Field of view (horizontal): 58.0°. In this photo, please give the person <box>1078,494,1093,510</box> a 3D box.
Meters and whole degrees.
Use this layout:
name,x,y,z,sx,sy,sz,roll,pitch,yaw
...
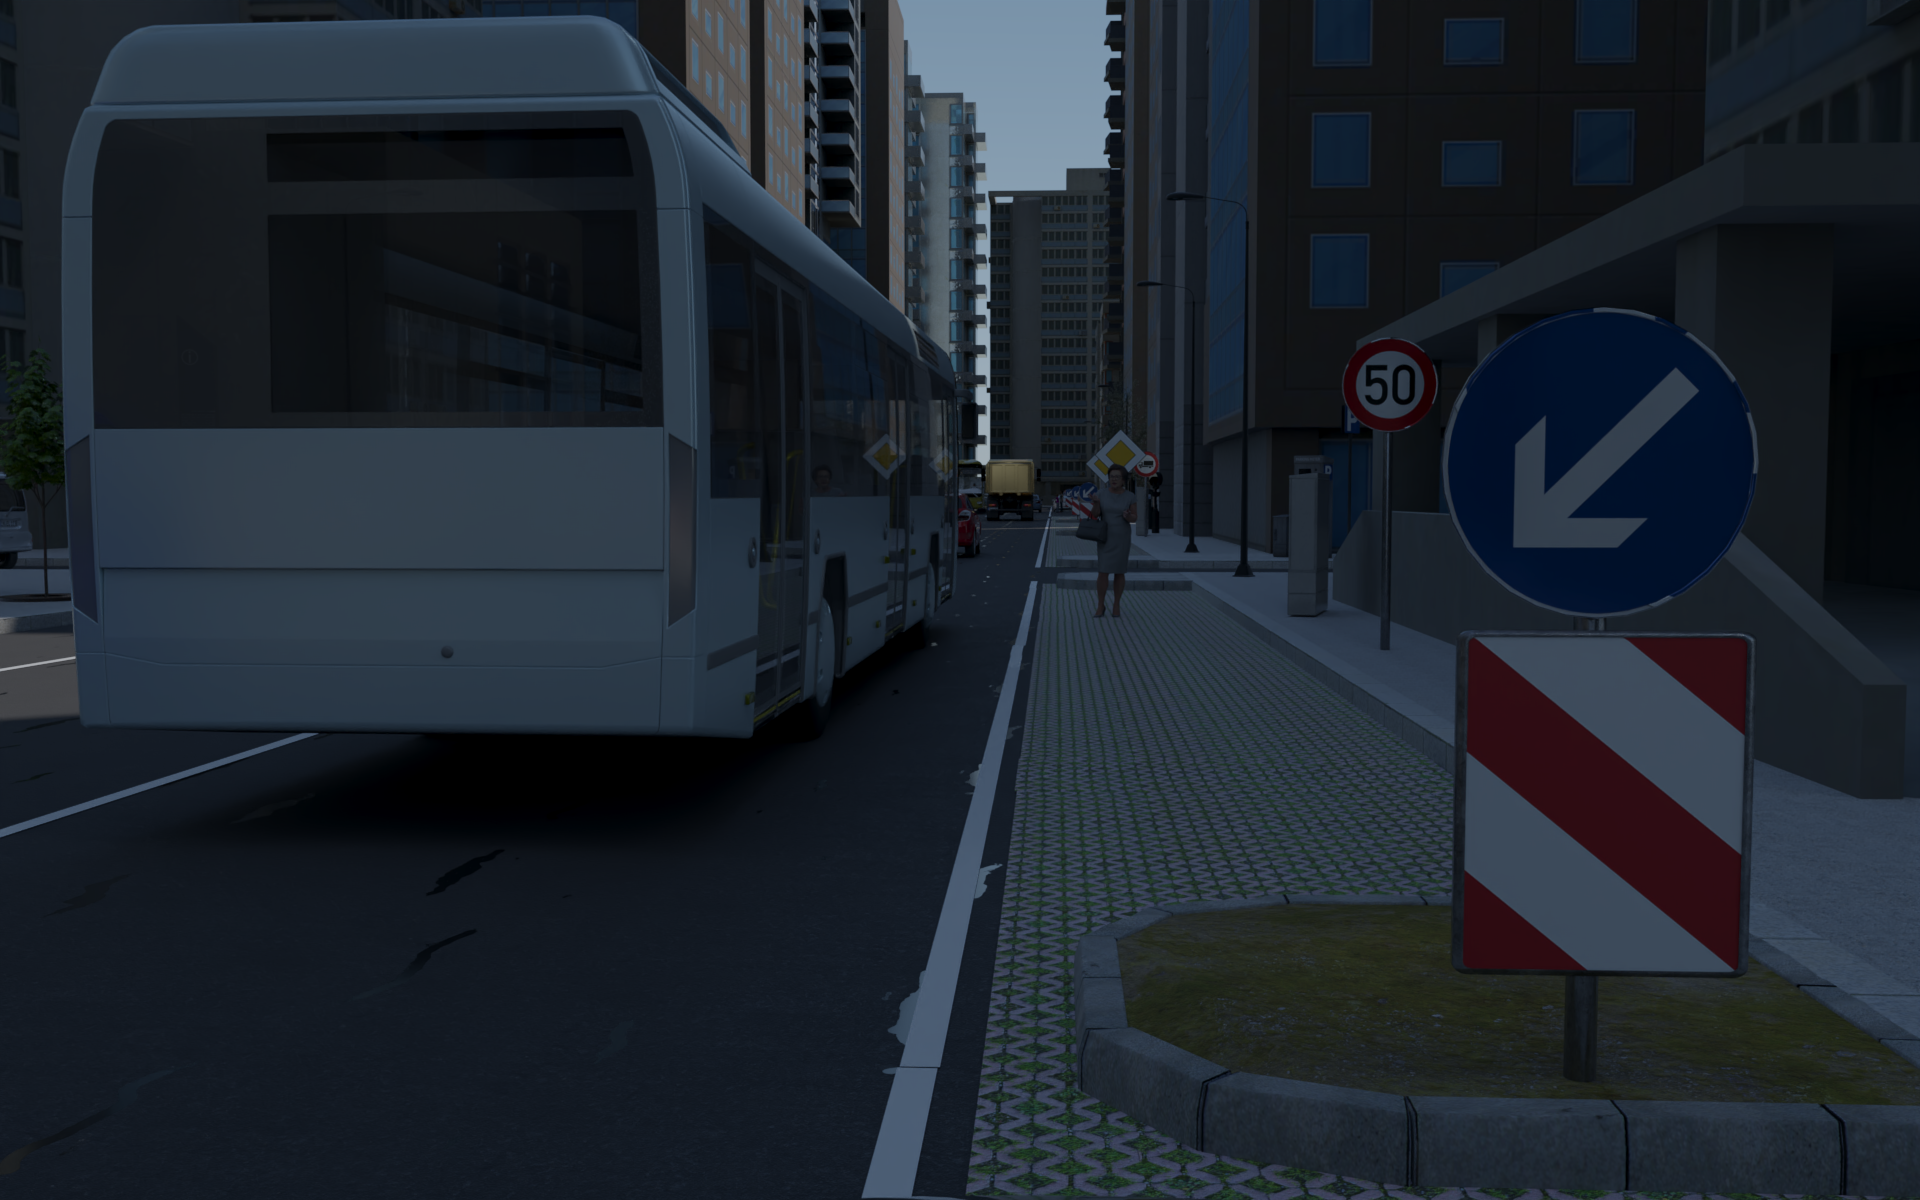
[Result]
name,x,y,z,sx,sy,sz,roll,pitch,yaw
person,5.518,-4.101,75.908,0.716,1.782,0.532,1,4,16

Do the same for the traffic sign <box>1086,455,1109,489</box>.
name,x,y,z,sx,sy,sz,roll,pitch,yaw
traffic sign,2.926,-1.910,34.877,0.795,2.450,0.064,0,4,3

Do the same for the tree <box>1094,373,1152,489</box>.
name,x,y,z,sx,sy,sz,roll,pitch,yaw
tree,9.982,-9.429,104.522,4.360,8.622,3.978,0,3,0

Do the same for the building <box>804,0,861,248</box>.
name,x,y,z,sx,sy,sz,roll,pitch,yaw
building,-17.731,-49.678,124.903,22.319,86.520,31.000,0,4,3

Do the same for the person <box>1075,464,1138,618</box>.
name,x,y,z,sx,sy,sz,roll,pitch,yaw
person,1.688,-0.679,19.964,0.716,1.782,0.532,0,4,7

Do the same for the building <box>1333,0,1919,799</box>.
name,x,y,z,sx,sy,sz,roll,pitch,yaw
building,20.247,-19.585,12.094,32.217,40.220,23.993,0,4,3

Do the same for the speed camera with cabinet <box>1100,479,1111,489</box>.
name,x,y,z,sx,sy,sz,roll,pitch,yaw
speed camera with cabinet,8.926,-6.471,100.140,0.660,3.252,2.038,3,5,40

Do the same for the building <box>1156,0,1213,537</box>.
name,x,y,z,sx,sy,sz,roll,pitch,yaw
building,17.929,-31.905,63.648,21.231,58.520,28.212,0,4,3

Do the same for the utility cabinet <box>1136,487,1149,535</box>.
name,x,y,z,sx,sy,sz,roll,pitch,yaw
utility cabinet,5.663,-2.755,53.724,0.318,1.500,1.173,1,4,11

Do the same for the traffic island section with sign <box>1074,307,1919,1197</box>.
name,x,y,z,sx,sy,sz,roll,pitch,yaw
traffic island section with sign,1.300,0.254,4.482,1.989,1.847,2.006,0,4,3

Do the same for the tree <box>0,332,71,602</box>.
name,x,y,z,sx,sy,sz,roll,pitch,yaw
tree,-11.110,-1.603,20.816,1.663,3.219,1.824,0,3,0

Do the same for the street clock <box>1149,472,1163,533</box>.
name,x,y,z,sx,sy,sz,roll,pitch,yaw
street clock,6.391,-3.179,56.542,0.358,2.002,0.471,-2,4,-32

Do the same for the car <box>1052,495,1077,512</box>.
name,x,y,z,sx,sy,sz,roll,pitch,yaw
car,8.523,-7.849,140.700,2.083,1.381,4.827,0,4,2

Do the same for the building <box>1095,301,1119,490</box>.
name,x,y,z,sx,sy,sz,roll,pitch,yaw
building,27.389,-19.835,169.338,27.650,21.520,28.899,0,4,3

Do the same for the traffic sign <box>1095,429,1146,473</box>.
name,x,y,z,sx,sy,sz,roll,pitch,yaw
traffic sign,2.490,-1.423,26.904,0.795,2.450,0.064,0,4,3

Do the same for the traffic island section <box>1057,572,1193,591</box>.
name,x,y,z,sx,sy,sz,roll,pitch,yaw
traffic island section,2.514,-0.287,26.980,2.009,0.180,2.903,0,4,3

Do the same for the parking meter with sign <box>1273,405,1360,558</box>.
name,x,y,z,sx,sy,sz,roll,pitch,yaw
parking meter with sign,7.082,-2.349,34.671,1.738,3.016,0.543,3,5,44

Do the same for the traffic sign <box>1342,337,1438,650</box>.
name,x,y,z,sx,sy,sz,roll,pitch,yaw
traffic sign,3.501,-0.861,14.189,0.768,2.556,0.104,0,4,5

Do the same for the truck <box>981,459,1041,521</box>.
name,x,y,z,sx,sy,sz,roll,pitch,yaw
truck,2.801,-6.113,95.879,3.469,3.379,9.791,0,4,2

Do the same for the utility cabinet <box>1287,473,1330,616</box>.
name,x,y,z,sx,sy,sz,roll,pitch,yaw
utility cabinet,3.728,-0.604,18.553,0.318,1.500,1.173,1,4,18

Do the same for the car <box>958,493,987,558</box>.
name,x,y,z,sx,sy,sz,roll,pitch,yaw
car,-0.458,-1.930,40.592,2.155,1.783,4.494,0,4,3

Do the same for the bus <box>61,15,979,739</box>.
name,x,y,z,sx,sy,sz,roll,pitch,yaw
bus,-1.747,-1.131,13.356,2.948,3.499,13.247,0,4,5

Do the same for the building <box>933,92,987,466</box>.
name,x,y,z,sx,sy,sz,roll,pitch,yaw
building,-11.998,-35.896,206.501,30.456,49.044,23.786,0,4,3

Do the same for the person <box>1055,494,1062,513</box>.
name,x,y,z,sx,sy,sz,roll,pitch,yaw
person,7.478,-7.337,131.678,0.599,1.433,0.991,-2,4,-31

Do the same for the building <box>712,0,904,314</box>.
name,x,y,z,sx,sy,sz,roll,pitch,yaw
building,-12.264,-30.480,148.454,14.600,45.320,14.200,0,4,3

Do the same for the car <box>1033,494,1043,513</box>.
name,x,y,z,sx,sy,sz,roll,pitch,yaw
car,5.477,-7.480,134.295,2.014,1.417,4.499,0,4,2

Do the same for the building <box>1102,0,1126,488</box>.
name,x,y,z,sx,sy,sz,roll,pitch,yaw
building,22.775,-29.662,139.602,22.147,44.769,28.867,0,4,3

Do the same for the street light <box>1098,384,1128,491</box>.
name,x,y,z,sx,sy,sz,roll,pitch,yaw
street light,6.529,-6.174,73.483,1.470,5.913,1.316,0,4,3

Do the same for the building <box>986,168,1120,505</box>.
name,x,y,z,sx,sy,sz,roll,pitch,yaw
building,15.390,-31.629,209.018,23.993,40.220,32.217,0,4,3

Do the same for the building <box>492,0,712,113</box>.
name,x,y,z,sx,sy,sz,roll,pitch,yaw
building,-16.618,-27.348,97.254,14.600,45.320,14.200,0,4,3

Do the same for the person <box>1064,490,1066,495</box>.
name,x,y,z,sx,sy,sz,roll,pitch,yaw
person,9.350,-8.900,154.568,0.434,1.755,0.990,2,4,32

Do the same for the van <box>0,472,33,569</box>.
name,x,y,z,sx,sy,sz,roll,pitch,yaw
van,-19.104,-1.484,31.274,4.112,2.044,2.013,0,4,3

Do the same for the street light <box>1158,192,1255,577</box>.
name,x,y,z,sx,sy,sz,roll,pitch,yaw
street light,3.872,-3.317,26.779,1.470,5.913,1.316,0,4,3

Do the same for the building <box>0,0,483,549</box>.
name,x,y,z,sx,sy,sz,roll,pitch,yaw
building,-27.254,-21.785,48.061,32.217,40.220,23.993,0,4,3

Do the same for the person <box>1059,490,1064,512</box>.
name,x,y,z,sx,sy,sz,roll,pitch,yaw
person,7.830,-7.687,134.904,0.721,1.735,1.217,-1,4,-14

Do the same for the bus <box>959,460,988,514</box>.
name,x,y,z,sx,sy,sz,roll,pitch,yaw
bus,0.717,-8.305,127.334,2.896,3.916,12.252,0,4,3

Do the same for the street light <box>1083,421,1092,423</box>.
name,x,y,z,sx,sy,sz,roll,pitch,yaw
street light,8.516,-8.395,109.795,1.470,5.913,1.316,0,4,3

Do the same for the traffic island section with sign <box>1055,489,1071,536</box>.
name,x,y,z,sx,sy,sz,roll,pitch,yaw
traffic island section with sign,4.322,-3.136,59.901,1.989,1.847,2.006,0,4,3

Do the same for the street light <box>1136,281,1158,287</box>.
name,x,y,z,sx,sy,sz,roll,pitch,yaw
street light,4.542,-3.995,37.852,1.470,5.913,1.316,0,4,3

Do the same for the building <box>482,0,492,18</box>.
name,x,y,z,sx,sy,sz,roll,pitch,yaw
building,-17.136,-25.953,74.440,14.600,45.320,14.200,0,4,3

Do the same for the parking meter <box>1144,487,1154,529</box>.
name,x,y,z,sx,sy,sz,roll,pitch,yaw
parking meter,6.863,-3.338,62.995,0.372,1.533,0.369,0,3,0

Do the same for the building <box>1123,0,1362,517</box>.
name,x,y,z,sx,sy,sz,roll,pitch,yaw
building,18.390,-28.594,117.625,14.600,45.320,14.200,0,4,3

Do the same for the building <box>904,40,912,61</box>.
name,x,y,z,sx,sy,sz,roll,pitch,yaw
building,-19.091,-33.948,174.657,30.456,49.044,23.786,0,4,3

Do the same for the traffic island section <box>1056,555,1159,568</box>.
name,x,y,z,sx,sy,sz,roll,pitch,yaw
traffic island section,2.950,-0.775,34.953,2.009,0.180,2.903,0,4,3

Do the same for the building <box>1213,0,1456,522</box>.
name,x,y,z,sx,sy,sz,roll,pitch,yaw
building,17.511,-27.104,93.268,14.600,45.320,14.200,0,4,3

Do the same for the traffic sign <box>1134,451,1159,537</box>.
name,x,y,z,sx,sy,sz,roll,pitch,yaw
traffic sign,5.546,-3.152,51.648,0.768,2.556,0.104,0,4,7

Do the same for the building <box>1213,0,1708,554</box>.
name,x,y,z,sx,sy,sz,roll,pitch,yaw
building,13.700,-23.963,41.898,14.200,45.320,14.600,0,4,3
